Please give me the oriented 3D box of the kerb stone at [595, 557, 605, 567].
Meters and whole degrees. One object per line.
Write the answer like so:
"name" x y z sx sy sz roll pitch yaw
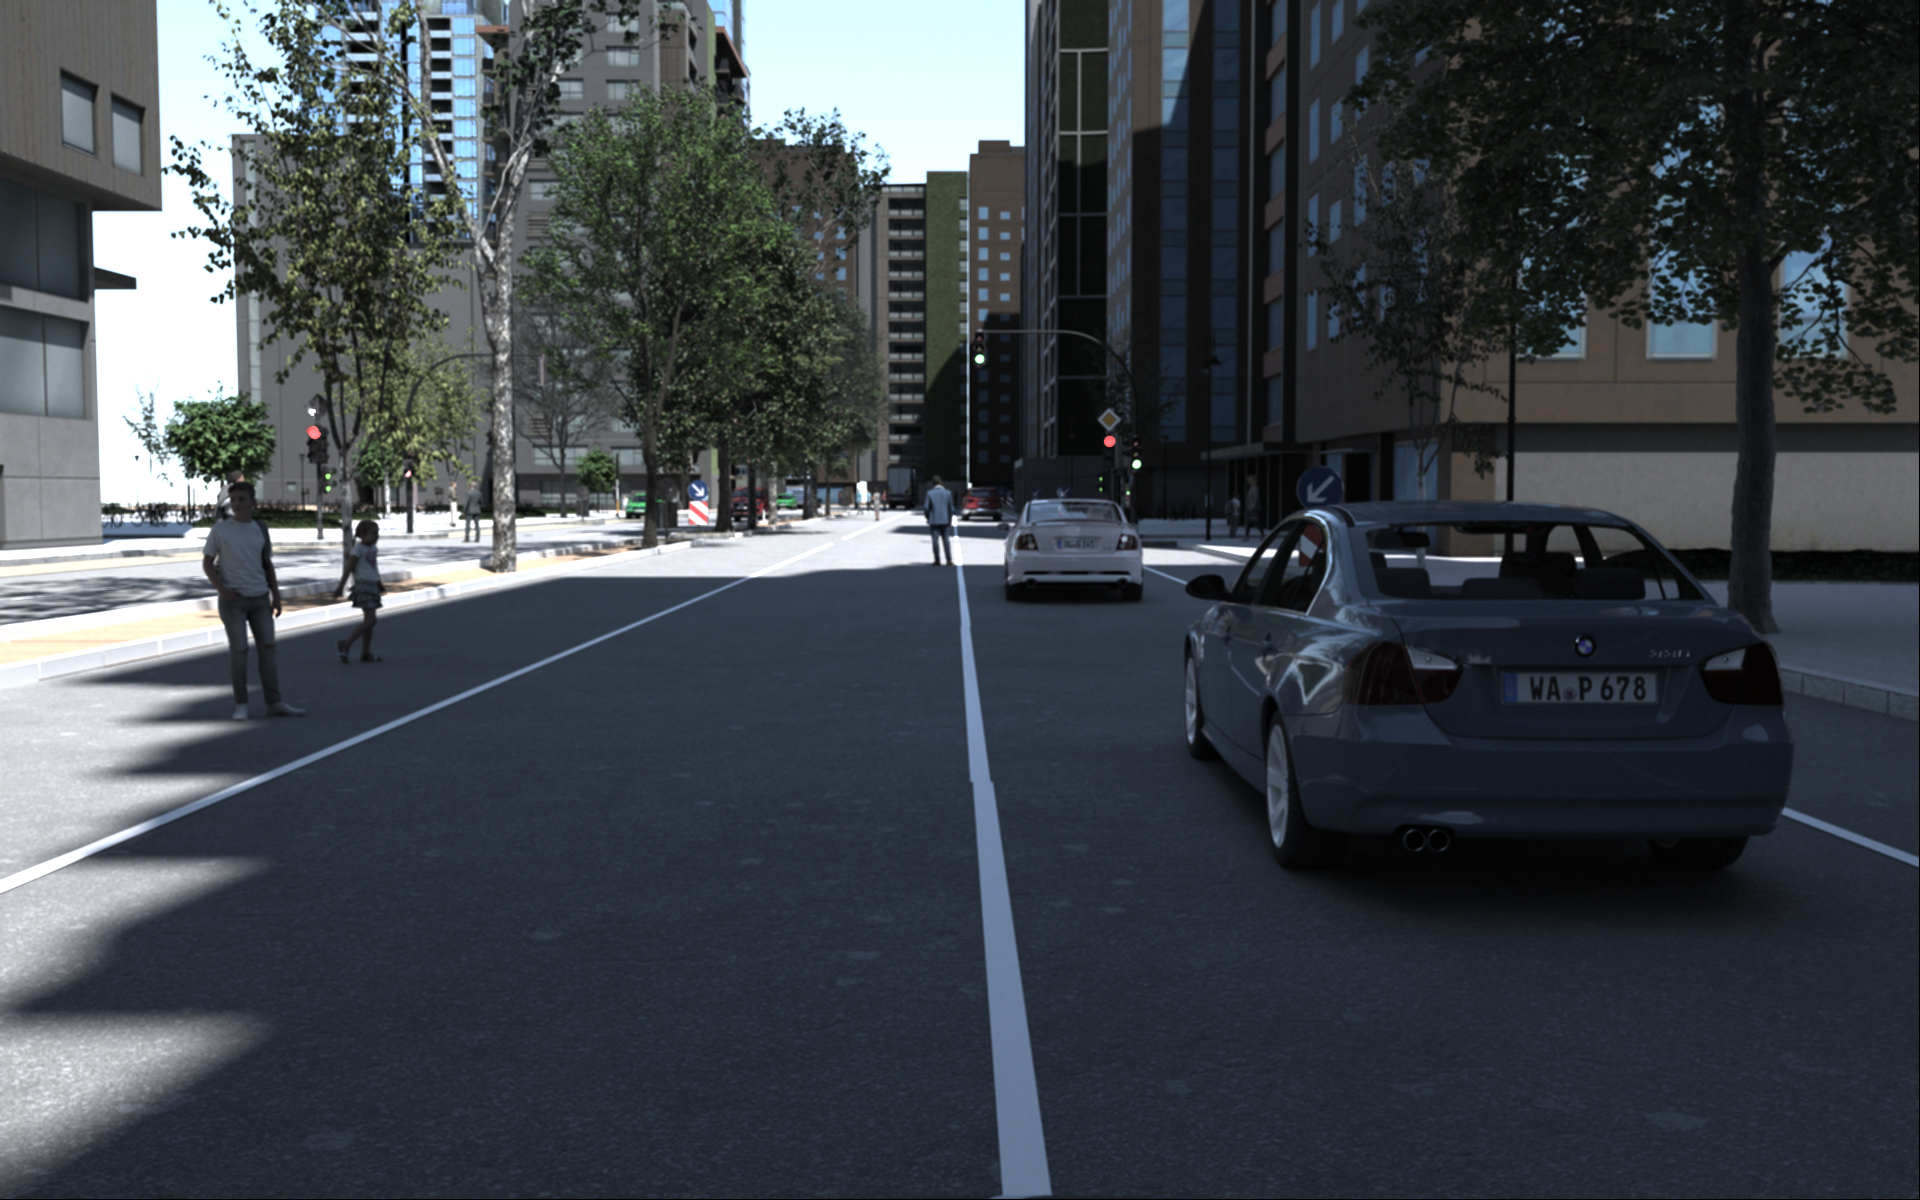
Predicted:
"kerb stone" -7.234 -0.739 34.284 0.120 0.150 1.000 0 4 0

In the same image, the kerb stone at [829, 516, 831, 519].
"kerb stone" -7.519 -4.601 97.416 0.120 0.150 1.000 0 4 0

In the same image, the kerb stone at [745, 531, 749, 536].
"kerb stone" -7.333 -2.214 58.388 0.120 0.150 1.000 0 4 0

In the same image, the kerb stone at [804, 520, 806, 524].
"kerb stone" -7.442 -3.596 80.993 0.120 0.150 1.000 0 4 0

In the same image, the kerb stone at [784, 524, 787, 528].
"kerb stone" -7.395 -3.031 71.758 0.120 0.150 1.000 0 4 0

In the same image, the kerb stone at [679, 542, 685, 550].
"kerb stone" -7.271 -1.366 44.531 0.120 0.150 1.000 0 4 0

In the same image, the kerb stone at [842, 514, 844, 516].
"kerb stone" -7.575 -5.354 109.726 0.120 0.150 1.000 0 4 0

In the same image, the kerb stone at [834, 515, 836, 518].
"kerb stone" -7.532 -4.851 101.523 0.120 0.150 1.000 0 4 0

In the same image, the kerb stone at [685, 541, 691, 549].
"kerb stone" -7.277 -1.426 45.554 0.120 0.150 1.000 0 4 0

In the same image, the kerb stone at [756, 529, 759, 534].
"kerb stone" -7.349 -2.401 61.475 0.120 0.150 1.000 0 4 0

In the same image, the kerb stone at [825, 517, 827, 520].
"kerb stone" -7.494 -4.411 94.331 0.120 0.150 1.000 0 4 0

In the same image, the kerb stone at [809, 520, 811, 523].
"kerb stone" -7.453 -3.784 84.069 0.120 0.150 1.000 0 4 0

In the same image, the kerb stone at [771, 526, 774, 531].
"kerb stone" -7.377 -2.709 66.611 0.120 0.150 1.000 0 4 0

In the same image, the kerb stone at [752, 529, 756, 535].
"kerb stone" -7.335 -2.333 60.446 0.120 0.150 1.000 0 4 0

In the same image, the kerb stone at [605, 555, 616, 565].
"kerb stone" -7.228 -0.802 35.308 0.120 0.150 1.000 0 4 0

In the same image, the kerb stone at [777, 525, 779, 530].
"kerb stone" -7.385 -2.841 68.667 0.120 0.150 1.000 0 4 0

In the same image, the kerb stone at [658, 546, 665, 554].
"kerb stone" -7.258 -1.175 41.454 0.120 0.150 1.000 0 4 0

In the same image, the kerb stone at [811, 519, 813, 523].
"kerb stone" -7.462 -3.847 85.095 0.120 0.150 1.000 0 4 0

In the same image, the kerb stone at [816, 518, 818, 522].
"kerb stone" -7.475 -4.035 88.169 0.120 0.150 1.000 0 4 0

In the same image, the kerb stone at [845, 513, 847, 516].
"kerb stone" -7.598 -5.537 112.801 0.120 0.150 1.000 0 4 0

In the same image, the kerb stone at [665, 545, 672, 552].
"kerb stone" -7.264 -1.241 42.483 0.120 0.150 1.000 0 4 0

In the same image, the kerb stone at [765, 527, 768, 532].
"kerb stone" -7.368 -2.586 64.555 0.120 0.150 1.000 0 4 0

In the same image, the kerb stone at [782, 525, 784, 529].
"kerb stone" -7.395 -2.961 70.735 0.120 0.150 1.000 0 4 0

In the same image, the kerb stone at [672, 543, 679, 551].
"kerb stone" -7.262 -1.302 43.509 0.120 0.150 1.000 0 4 0

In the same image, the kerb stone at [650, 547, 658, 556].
"kerb stone" -7.249 -1.115 40.432 0.120 0.150 1.000 0 4 0

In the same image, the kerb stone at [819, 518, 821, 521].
"kerb stone" -7.486 -4.160 90.217 0.120 0.150 1.000 0 4 0

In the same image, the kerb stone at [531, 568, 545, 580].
"kerb stone" -7.201 -0.425 29.144 0.120 0.150 1.000 0 4 0

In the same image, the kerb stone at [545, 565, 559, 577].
"kerb stone" -7.210 -0.486 30.176 0.120 0.150 1.000 0 4 0

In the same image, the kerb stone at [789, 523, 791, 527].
"kerb stone" -7.405 -3.151 73.808 0.120 0.150 1.000 0 4 0

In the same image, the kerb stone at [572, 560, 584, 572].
"kerb stone" -7.206 -0.614 32.233 0.120 0.150 1.000 0 4 0

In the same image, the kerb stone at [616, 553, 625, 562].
"kerb stone" -7.234 -0.861 36.332 0.120 0.150 1.000 0 4 0

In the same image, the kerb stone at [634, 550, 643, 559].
"kerb stone" -7.242 -0.989 38.378 0.120 0.150 1.000 0 4 0

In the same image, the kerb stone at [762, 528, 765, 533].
"kerb stone" -7.356 -2.521 63.525 0.120 0.150 1.000 0 4 0

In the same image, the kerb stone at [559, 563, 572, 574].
"kerb stone" -7.207 -0.551 31.197 0.120 0.150 1.000 0 4 0

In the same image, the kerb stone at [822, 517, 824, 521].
"kerb stone" -7.492 -4.284 92.275 0.120 0.150 1.000 0 4 0

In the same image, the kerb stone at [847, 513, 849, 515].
"kerb stone" -7.606 -5.660 114.846 0.120 0.150 1.000 0 4 0

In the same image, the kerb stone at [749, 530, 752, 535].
"kerb stone" -7.341 -2.276 59.415 0.120 0.150 1.000 0 4 0

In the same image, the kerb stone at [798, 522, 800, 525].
"kerb stone" -7.426 -3.408 77.913 0.120 0.150 1.000 0 4 0

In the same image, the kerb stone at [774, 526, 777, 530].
"kerb stone" -7.374 -2.779 67.638 0.120 0.150 1.000 0 4 0

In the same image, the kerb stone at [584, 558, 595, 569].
"kerb stone" -7.220 -0.677 33.257 0.120 0.150 1.000 0 4 0

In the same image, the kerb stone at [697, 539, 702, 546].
"kerb stone" -7.286 -1.554 47.603 0.120 0.150 1.000 0 4 0

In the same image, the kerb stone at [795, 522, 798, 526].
"kerb stone" -7.418 -3.344 76.887 0.120 0.150 1.000 0 4 0

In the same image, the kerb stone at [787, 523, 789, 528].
"kerb stone" -7.408 -3.088 72.786 0.120 0.150 1.000 0 4 0

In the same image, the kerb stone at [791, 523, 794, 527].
"kerb stone" -7.409 -3.217 74.833 0.120 0.150 1.000 0 4 0

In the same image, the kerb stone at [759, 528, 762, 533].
"kerb stone" -7.356 -2.465 62.497 0.120 0.150 1.000 0 4 0

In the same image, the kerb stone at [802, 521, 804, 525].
"kerb stone" -7.443 -3.533 79.965 0.120 0.150 1.000 0 4 0

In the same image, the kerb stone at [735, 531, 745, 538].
"kerb stone" -7.334 -2.144 57.365 0.120 0.150 1.000 0 4 0

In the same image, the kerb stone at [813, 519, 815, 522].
"kerb stone" -7.453 -3.909 86.123 0.120 0.150 1.000 0 4 0

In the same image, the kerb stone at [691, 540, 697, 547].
"kerb stone" -7.281 -1.491 46.575 0.120 0.150 1.000 0 4 0

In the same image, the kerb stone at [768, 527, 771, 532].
"kerb stone" -7.367 -2.650 65.577 0.120 0.150 1.000 0 4 0

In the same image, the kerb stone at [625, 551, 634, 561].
"kerb stone" -7.241 -0.923 37.354 0.120 0.150 1.000 0 4 0

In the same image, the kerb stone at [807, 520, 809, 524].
"kerb stone" -7.447 -3.717 83.038 0.120 0.150 1.000 0 4 0

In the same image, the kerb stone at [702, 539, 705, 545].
"kerb stone" -7.284 -1.616 48.625 0.120 0.150 1.000 0 4 0

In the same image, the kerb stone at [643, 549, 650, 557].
"kerb stone" -7.248 -1.053 39.404 0.120 0.150 1.000 0 4 0

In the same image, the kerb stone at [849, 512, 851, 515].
"kerb stone" -7.609 -5.787 116.902 0.120 0.150 1.000 0 4 0

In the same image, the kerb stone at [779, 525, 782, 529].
"kerb stone" -7.388 -2.906 69.710 0.120 0.150 1.000 0 4 0

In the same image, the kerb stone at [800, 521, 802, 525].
"kerb stone" -7.430 -3.469 78.936 0.120 0.150 1.000 0 4 0
